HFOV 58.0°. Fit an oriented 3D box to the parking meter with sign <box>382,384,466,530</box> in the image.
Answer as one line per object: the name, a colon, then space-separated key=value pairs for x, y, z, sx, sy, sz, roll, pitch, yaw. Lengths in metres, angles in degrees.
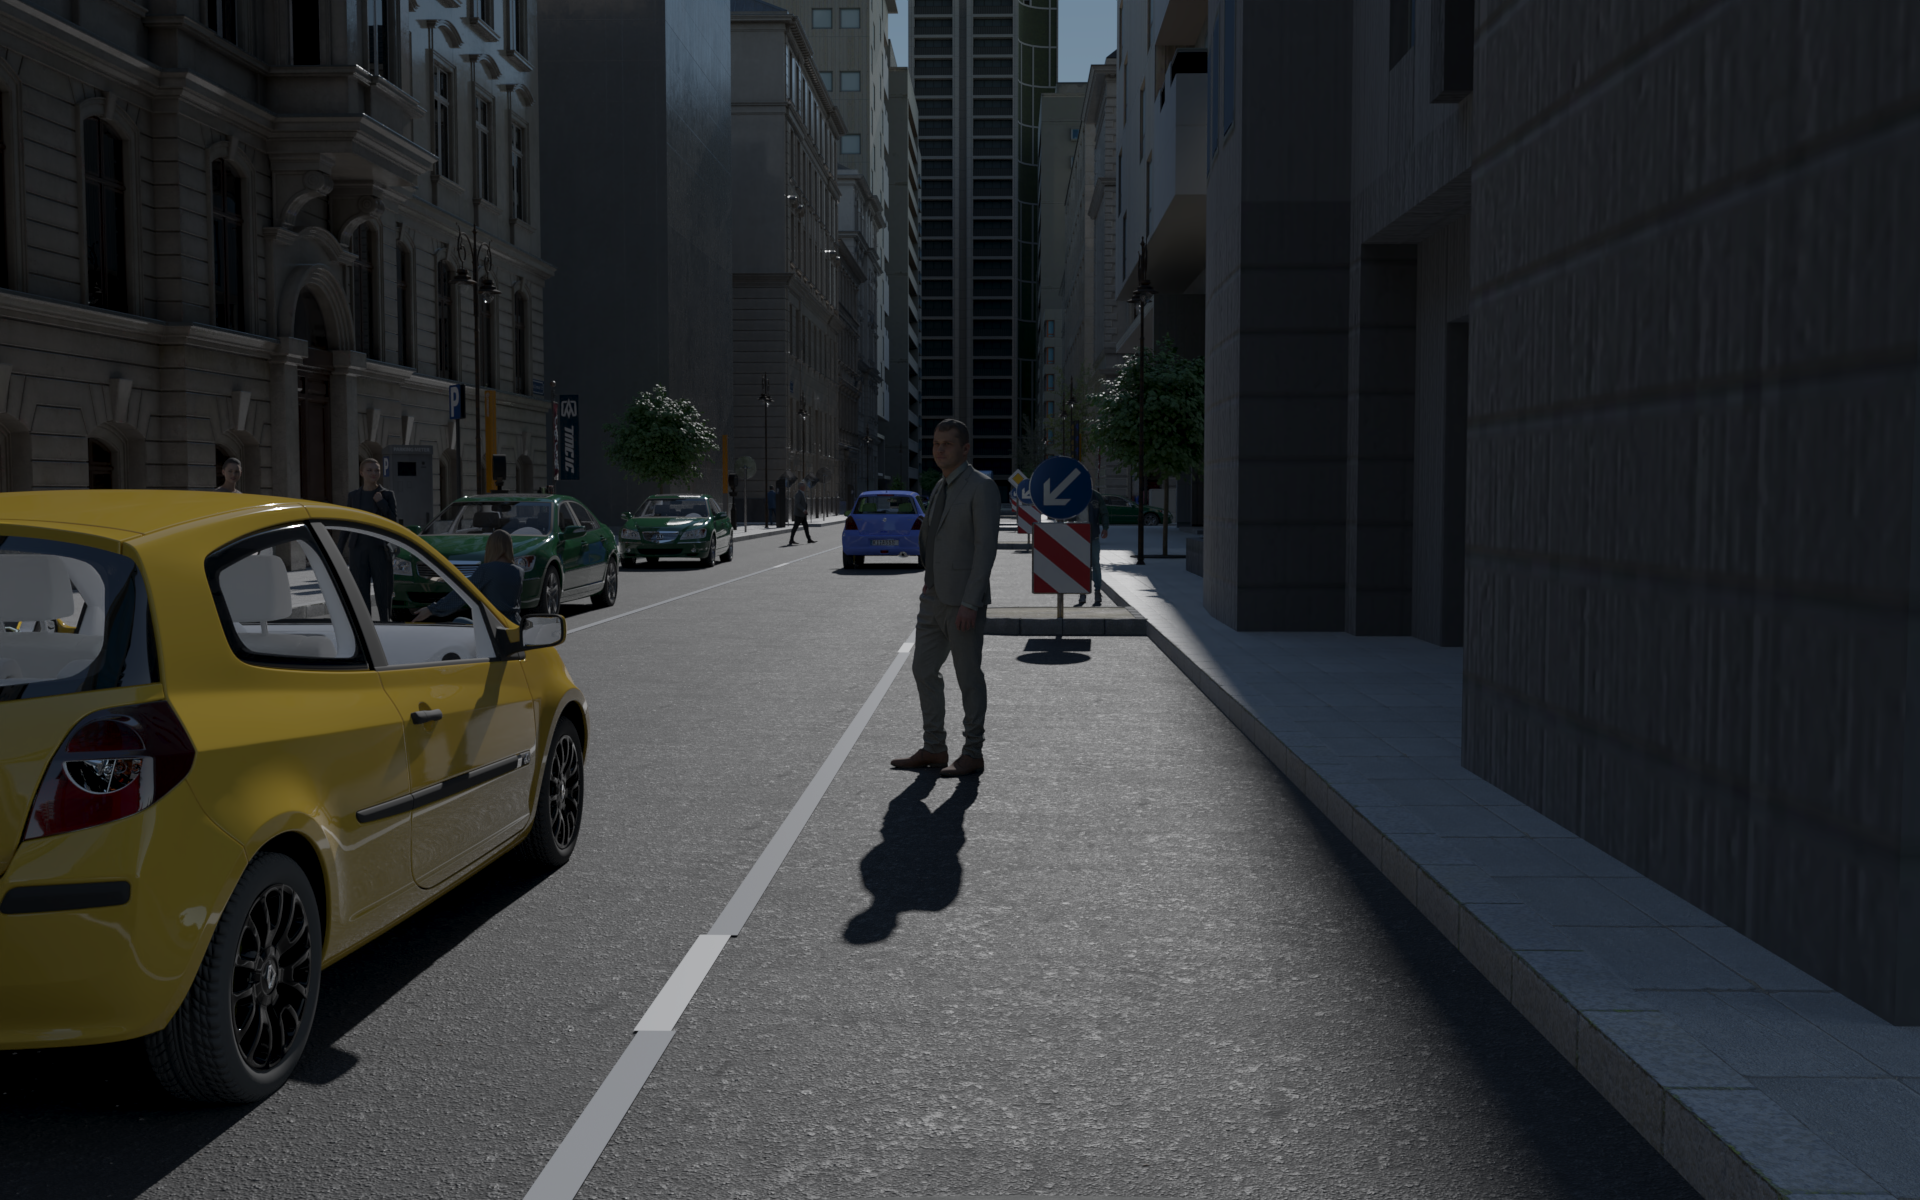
parking meter with sign: x=-8.687 y=-1.892 z=27.194 sx=1.738 sy=3.016 sz=0.543 roll=-2 pitch=4 yaw=-34

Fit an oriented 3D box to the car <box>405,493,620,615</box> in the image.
car: x=-5.378 y=-0.547 z=20.748 sx=2.131 sy=1.459 sz=4.920 roll=0 pitch=4 yaw=2

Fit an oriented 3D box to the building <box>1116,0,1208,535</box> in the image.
building: x=18.979 y=-28.296 z=51.886 sx=28.713 sy=52.752 sz=27.495 roll=0 pitch=4 yaw=2

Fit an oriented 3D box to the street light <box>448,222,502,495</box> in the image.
street light: x=-8.296 y=-3.486 z=29.782 sx=0.468 sy=5.910 sz=1.993 roll=0 pitch=4 yaw=2

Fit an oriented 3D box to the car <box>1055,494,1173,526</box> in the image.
car: x=6.395 y=-3.681 z=71.978 sx=4.920 sy=1.459 sz=2.131 roll=0 pitch=4 yaw=1

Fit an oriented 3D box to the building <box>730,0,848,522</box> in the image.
building: x=-13.080 y=-17.878 z=89.569 sx=12.463 sy=27.353 sz=25.104 roll=0 pitch=4 yaw=2

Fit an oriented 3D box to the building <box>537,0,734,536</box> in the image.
building: x=-23.651 y=-14.747 z=60.186 sx=30.058 sy=24.678 sz=14.314 roll=0 pitch=4 yaw=2

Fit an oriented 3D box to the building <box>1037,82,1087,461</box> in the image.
building: x=19.826 y=-35.285 z=200.609 sx=21.300 sy=48.544 sz=21.600 roll=0 pitch=4 yaw=2

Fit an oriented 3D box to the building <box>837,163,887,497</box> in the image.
building: x=-13.282 y=-21.144 z=133.087 sx=14.401 sy=28.519 sz=23.554 roll=0 pitch=4 yaw=2

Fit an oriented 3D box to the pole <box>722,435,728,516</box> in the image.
pole: x=-8.097 y=-4.033 z=59.781 sx=0.158 sy=3.312 sz=0.155 roll=0 pitch=3 yaw=0

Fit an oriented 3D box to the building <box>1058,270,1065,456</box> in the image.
building: x=13.156 y=-17.876 z=141.419 sx=9.793 sy=20.994 sz=18.267 roll=0 pitch=4 yaw=2

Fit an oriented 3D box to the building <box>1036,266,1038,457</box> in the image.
building: x=16.597 y=-27.362 z=219.076 sx=14.160 sy=30.474 sz=14.107 roll=0 pitch=4 yaw=2

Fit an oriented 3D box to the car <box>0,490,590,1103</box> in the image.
car: x=-2.403 y=0.287 z=5.531 sx=2.015 sy=1.641 sz=3.980 roll=0 pitch=4 yaw=2

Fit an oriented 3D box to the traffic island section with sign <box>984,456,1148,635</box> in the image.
traffic island section with sign: x=0.958 y=-0.612 z=18.633 sx=1.989 sy=1.847 sz=2.006 roll=0 pitch=4 yaw=2

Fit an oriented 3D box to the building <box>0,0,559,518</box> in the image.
building: x=-16.802 y=-12.881 z=29.696 sx=14.460 sy=24.649 sz=34.723 roll=0 pitch=4 yaw=2

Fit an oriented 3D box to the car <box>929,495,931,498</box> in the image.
car: x=-2.160 y=-9.318 z=161.947 sx=1.945 sy=1.707 sz=3.694 roll=0 pitch=4 yaw=1

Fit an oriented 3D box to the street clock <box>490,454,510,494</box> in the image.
street clock: x=-8.416 y=-1.658 z=31.683 sx=0.358 sy=2.002 sz=0.471 roll=-1 pitch=4 yaw=-18

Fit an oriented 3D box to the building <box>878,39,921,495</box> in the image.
building: x=-15.720 y=-34.605 z=189.500 sx=21.300 sy=48.544 sz=21.600 roll=0 pitch=4 yaw=2

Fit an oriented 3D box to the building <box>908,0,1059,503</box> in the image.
building: x=3.479 y=-49.293 z=244.186 sx=20.611 sy=71.187 sz=20.563 roll=0 pitch=4 yaw=2

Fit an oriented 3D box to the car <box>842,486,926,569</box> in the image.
car: x=-1.383 y=-1.525 z=34.528 sx=1.945 sy=1.707 sz=3.694 roll=0 pitch=4 yaw=1

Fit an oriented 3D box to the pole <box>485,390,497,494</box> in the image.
pole: x=-9.243 y=-2.467 z=34.173 sx=0.158 sy=3.312 sz=0.155 roll=0 pitch=3 yaw=0

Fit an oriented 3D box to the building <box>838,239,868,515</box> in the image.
building: x=-11.974 y=-15.127 z=111.952 sx=10.561 sy=19.102 sz=19.286 roll=0 pitch=4 yaw=2

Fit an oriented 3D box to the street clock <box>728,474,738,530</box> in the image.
street clock: x=-8.033 y=-3.477 z=61.417 sx=0.358 sy=2.002 sz=0.471 roll=1 pitch=4 yaw=12

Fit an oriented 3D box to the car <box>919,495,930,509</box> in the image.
car: x=-3.027 y=-7.450 z=134.392 sx=1.945 sy=1.354 sz=3.894 roll=0 pitch=4 yaw=0

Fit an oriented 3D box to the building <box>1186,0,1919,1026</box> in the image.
building: x=13.122 y=-28.995 z=16.070 sx=21.231 sy=58.520 sz=28.212 roll=0 pitch=4 yaw=2

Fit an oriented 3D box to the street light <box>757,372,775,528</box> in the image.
street light: x=-7.338 y=-5.674 z=65.551 sx=0.468 sy=5.910 sz=1.993 roll=0 pitch=4 yaw=2

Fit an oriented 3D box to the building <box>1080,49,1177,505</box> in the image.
building: x=15.851 y=-15.460 z=81.650 sx=19.941 sy=23.489 sz=11.050 roll=0 pitch=4 yaw=2

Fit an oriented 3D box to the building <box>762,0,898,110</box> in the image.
building: x=-20.904 y=-35.215 z=165.003 sx=28.713 sy=52.752 sz=27.495 roll=0 pitch=4 yaw=2

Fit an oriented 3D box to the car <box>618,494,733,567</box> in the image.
car: x=-5.742 y=-1.443 z=35.394 sx=2.131 sy=1.459 sz=4.920 roll=0 pitch=4 yaw=0

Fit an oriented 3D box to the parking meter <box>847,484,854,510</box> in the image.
parking meter: x=-6.533 y=-5.986 z=103.581 sx=0.255 sy=1.863 sz=0.399 roll=2 pitch=4 yaw=30

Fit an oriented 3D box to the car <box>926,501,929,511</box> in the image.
car: x=-0.659 y=-4.679 z=85.302 sx=1.959 sy=1.807 sz=4.718 roll=0 pitch=4 yaw=3

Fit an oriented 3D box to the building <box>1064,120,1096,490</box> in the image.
building: x=17.132 y=-18.988 z=114.975 sx=19.350 sy=26.468 sz=34.151 roll=0 pitch=4 yaw=2

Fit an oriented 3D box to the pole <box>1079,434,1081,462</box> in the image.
pole: x=3.982 y=-3.952 z=58.458 sx=0.158 sy=3.312 sz=0.155 roll=0 pitch=3 yaw=0

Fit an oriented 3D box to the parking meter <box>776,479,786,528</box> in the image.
parking meter: x=-6.856 y=-3.700 z=66.209 sx=0.255 sy=1.863 sz=0.399 roll=-2 pitch=4 yaw=-33

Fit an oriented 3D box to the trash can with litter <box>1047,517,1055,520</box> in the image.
trash can with litter: x=4.744 y=-4.591 z=86.446 sx=0.624 sy=1.170 sz=1.055 roll=-2 pitch=4 yaw=-30

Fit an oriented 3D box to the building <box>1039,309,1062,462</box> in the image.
building: x=22.114 y=-20.251 z=176.144 sx=27.650 sy=21.520 sz=28.899 roll=0 pitch=4 yaw=2
